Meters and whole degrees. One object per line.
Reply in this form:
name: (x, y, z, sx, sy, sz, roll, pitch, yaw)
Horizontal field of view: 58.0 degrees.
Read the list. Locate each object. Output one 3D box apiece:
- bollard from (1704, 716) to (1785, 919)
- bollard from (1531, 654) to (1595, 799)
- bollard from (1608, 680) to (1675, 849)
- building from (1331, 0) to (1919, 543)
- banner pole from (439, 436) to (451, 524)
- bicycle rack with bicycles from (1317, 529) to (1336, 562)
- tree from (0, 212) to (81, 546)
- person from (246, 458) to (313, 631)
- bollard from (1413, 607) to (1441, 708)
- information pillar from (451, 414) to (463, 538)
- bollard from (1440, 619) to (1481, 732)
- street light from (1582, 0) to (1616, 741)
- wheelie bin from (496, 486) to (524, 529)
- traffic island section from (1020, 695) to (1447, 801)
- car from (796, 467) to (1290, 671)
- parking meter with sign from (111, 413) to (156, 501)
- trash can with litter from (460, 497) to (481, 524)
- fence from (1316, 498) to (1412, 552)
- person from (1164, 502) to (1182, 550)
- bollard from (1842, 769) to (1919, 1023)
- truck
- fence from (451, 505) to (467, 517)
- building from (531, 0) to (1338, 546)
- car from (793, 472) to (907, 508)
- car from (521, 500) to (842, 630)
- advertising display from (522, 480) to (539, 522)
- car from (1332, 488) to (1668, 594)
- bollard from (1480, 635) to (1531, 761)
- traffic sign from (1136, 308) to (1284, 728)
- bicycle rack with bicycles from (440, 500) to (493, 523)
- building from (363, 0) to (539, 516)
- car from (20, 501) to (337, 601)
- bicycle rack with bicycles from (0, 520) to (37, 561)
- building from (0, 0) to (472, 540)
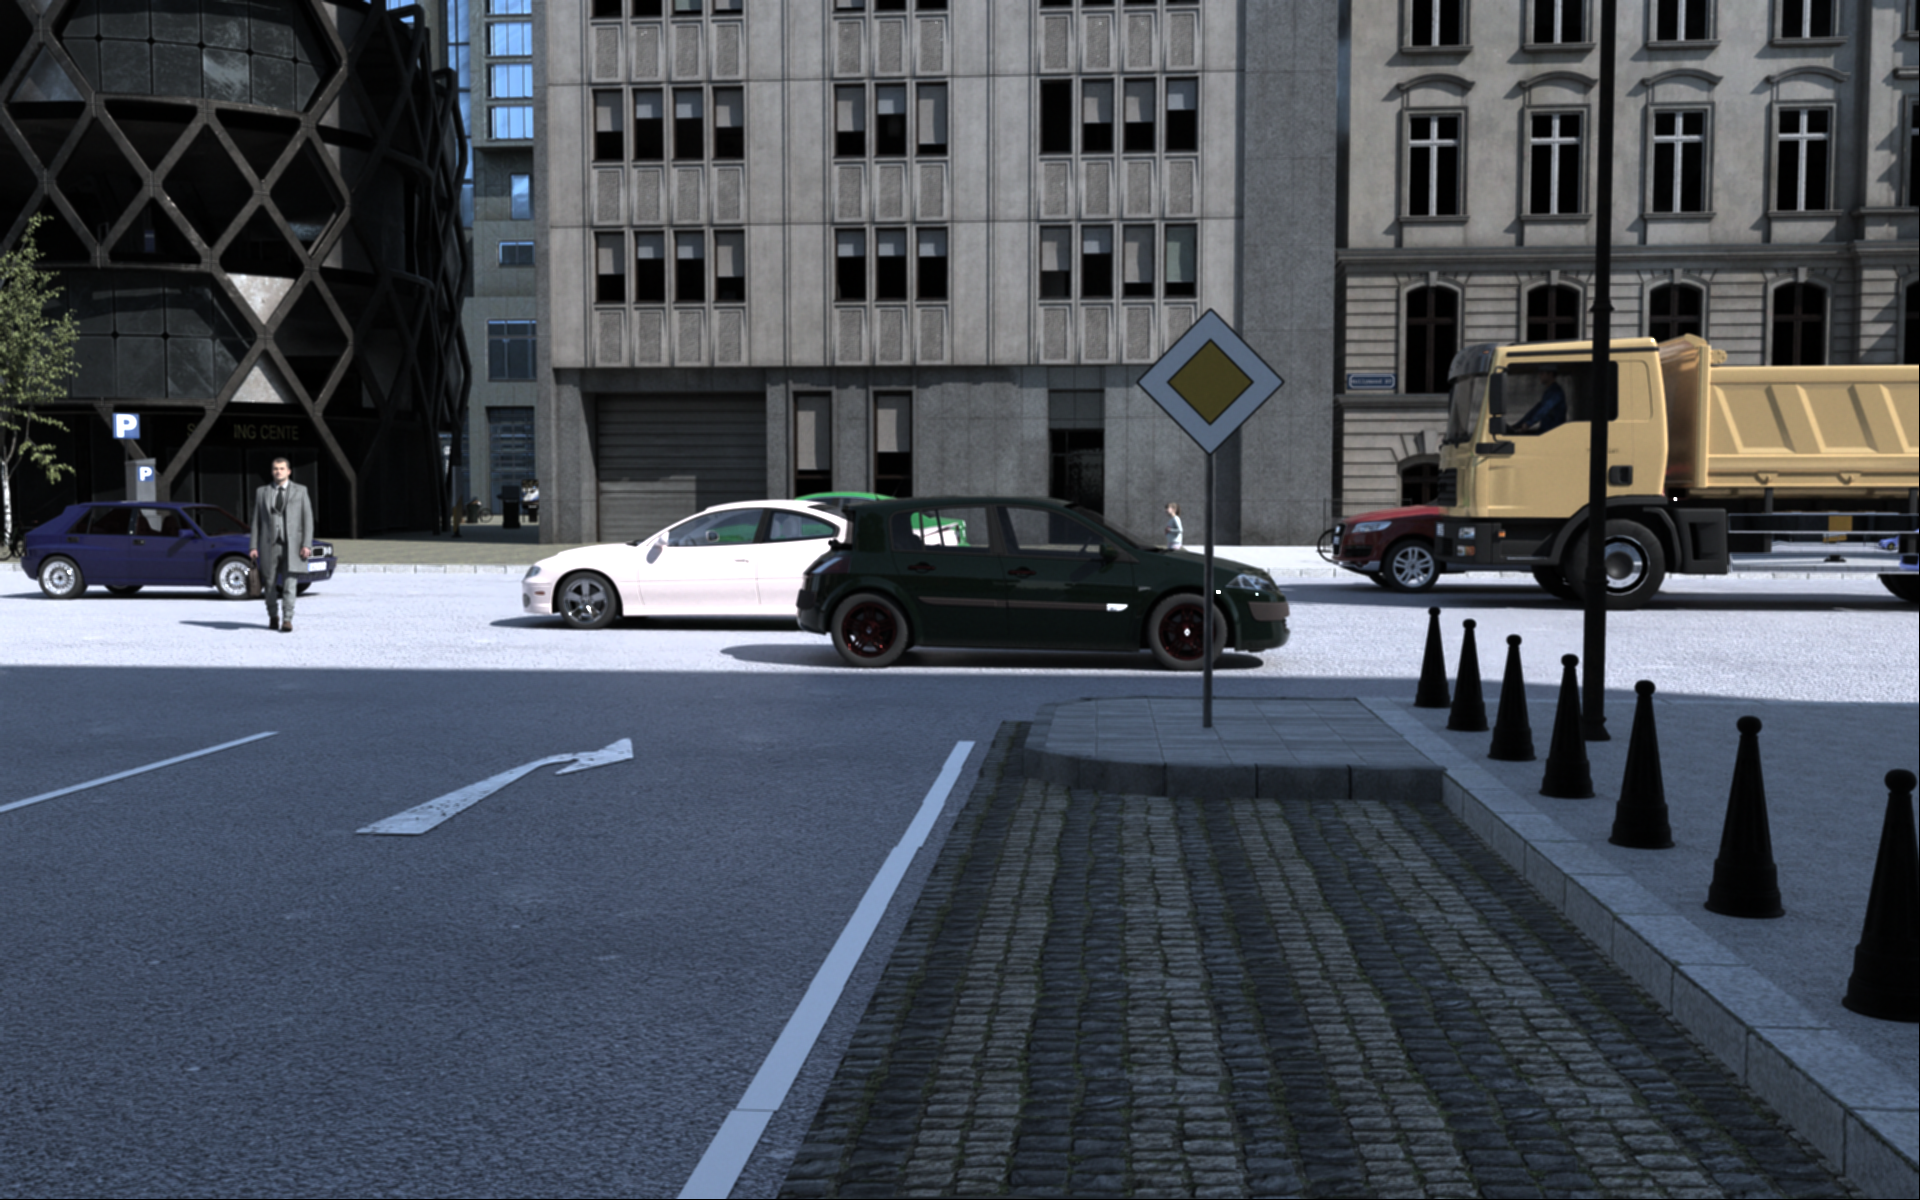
bollard: (2.418, 0.656, 5.323, 0.229, 0.601, 0.229, 0, 3, 0)
bollard: (2.593, 0.530, 7.380, 0.229, 0.601, 0.229, 0, 3, 0)
bollard: (2.504, 0.593, 6.346, 0.229, 0.601, 0.229, 0, 3, 0)
building: (27.004, -13.938, 46.978, 34.723, 24.649, 14.460, 0, 4, 5)
banner pole: (-22.411, -5.226, 75.467, 0.401, 3.779, 0.863, 2, 4, 33)
bicycle rack with bicycles: (8.005, -1.128, 31.832, 2.925, 0.926, 2.852, 2, 4, 26)
tree: (-23.316, -5.611, 42.105, 4.737, 8.622, 4.395, 0, 3, 0)
person: (-7.159, -0.586, 18.181, 0.694, 1.812, 0.767, -1, 4, -11)
bollard: (2.863, 0.341, 10.465, 0.229, 0.601, 0.229, 0, 3, 0)
information pillar: (-14.880, -3.662, 51.222, 0.183, 3.616, 0.504, 0, 4, 8)
bollard: (2.773, 0.404, 9.442, 0.229, 0.601, 0.229, 0, 3, 0)
street light: (3.313, -2.208, 8.896, 0.468, 5.910, 1.993, 0, 4, 5)
wheelie bin: (-16.789, -3.469, 64.628, 0.980, 1.594, 0.693, -1, 4, -17)
traffic island section: (1.383, 0.779, 9.542, 2.009, 0.180, 2.903, 0, 4, 5)
car: (0.698, -0.311, 14.875, 4.222, 1.686, 2.009, 0, 4, 5)
parking meter with sign: (-17.464, -2.484, 36.875, 0.543, 3.016, 1.738, -3, 5, -42)
trash can with litter: (-21.288, -3.882, 74.854, 1.055, 1.170, 0.624, -3, 4, -38)
fence: (9.065, -1.669, 38.490, 2.264, 1.192, 0.480, -1, 4, -14)
person: (3.280, -0.858, 26.807, 0.394, 1.301, 0.425, -2, 4, -32)
bollard: (2.324, 0.718, 4.295, 0.229, 0.601, 0.229, 0, 3, 0)
truck: (10.314, -1.601, 22.107, 9.791, 3.379, 3.469, 0, 4, 7)
fence: (-28.035, -5.014, 97.354, 2.069, 0.683, 0.278, 3, 5, 41)
building: (-0.298, -14.094, 48.460, 19.932, 24.808, 12.078, 0, 4, 5)
car: (-2.159, -1.134, 27.333, 4.718, 1.807, 1.959, 0, 4, 4)
car: (-2.385, -0.402, 18.937, 4.827, 1.381, 2.083, 0, 4, 7)
advertising display: (-19.292, -4.466, 78.233, 0.974, 1.923, 0.123, 0, 3, 0)
car: (8.236, -1.044, 25.748, 5.304, 1.827, 2.281, 0, 4, 4)
bollard: (2.683, 0.467, 8.403, 0.229, 0.601, 0.229, 0, 3, 0)
traffic sign: (1.358, -0.356, 9.467, 0.795, 2.450, 0.064, 0, 4, 5)
bicycle rack with bicycles: (-22.656, -3.926, 77.576, 2.925, 0.926, 2.852, 0, 4, -2)
building: (-30.055, -49.161, 116.459, 22.319, 86.520, 31.000, 0, 4, 5)
car: (-10.836, -0.708, 24.151, 3.894, 1.354, 1.945, 0, 4, 5)
bicycle rack with bicycles: (-18.769, -1.250, 33.820, 2.925, 0.926, 2.852, 2, 4, 28)
building: (-24.372, -11.360, 53.185, 16.811, 18.784, 16.820, 0, 4, 5)
